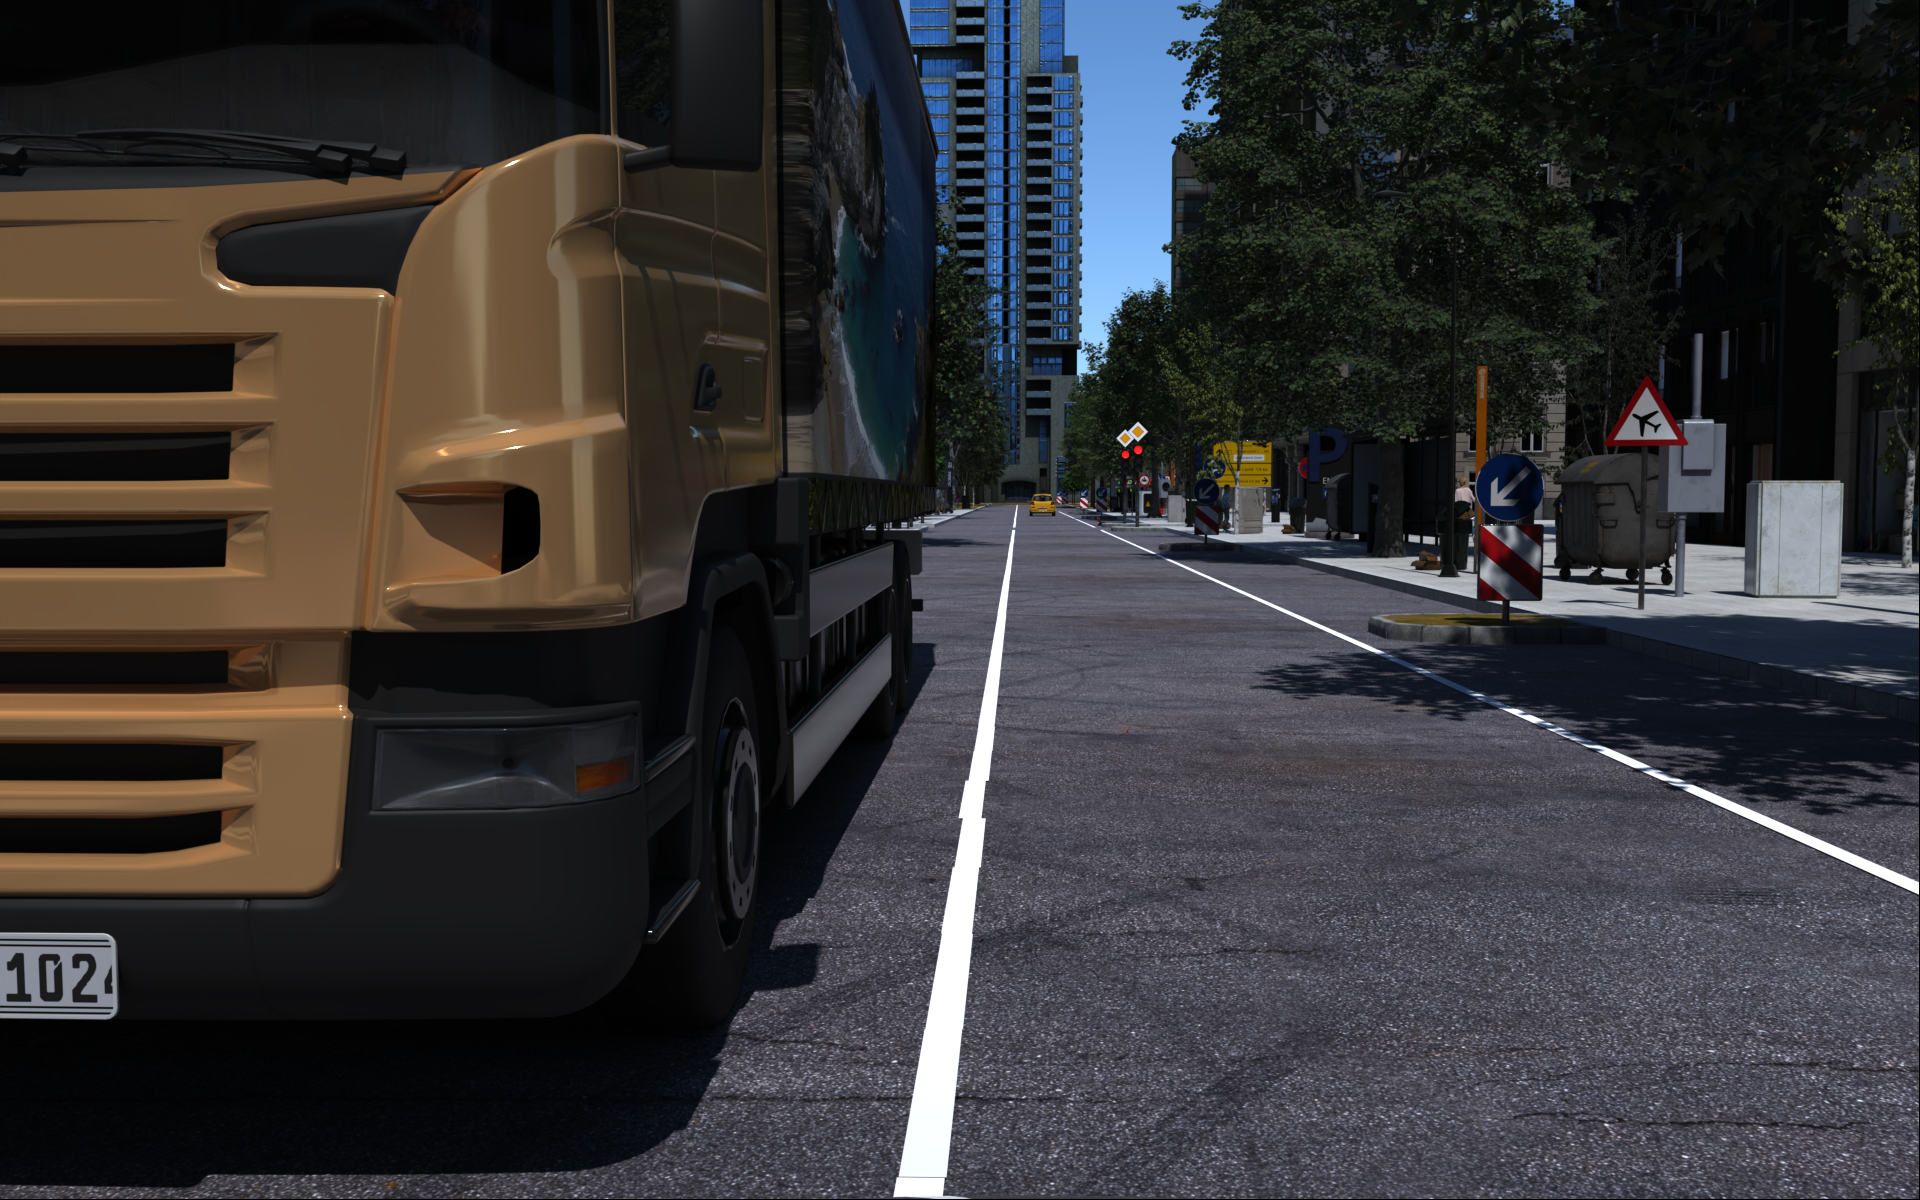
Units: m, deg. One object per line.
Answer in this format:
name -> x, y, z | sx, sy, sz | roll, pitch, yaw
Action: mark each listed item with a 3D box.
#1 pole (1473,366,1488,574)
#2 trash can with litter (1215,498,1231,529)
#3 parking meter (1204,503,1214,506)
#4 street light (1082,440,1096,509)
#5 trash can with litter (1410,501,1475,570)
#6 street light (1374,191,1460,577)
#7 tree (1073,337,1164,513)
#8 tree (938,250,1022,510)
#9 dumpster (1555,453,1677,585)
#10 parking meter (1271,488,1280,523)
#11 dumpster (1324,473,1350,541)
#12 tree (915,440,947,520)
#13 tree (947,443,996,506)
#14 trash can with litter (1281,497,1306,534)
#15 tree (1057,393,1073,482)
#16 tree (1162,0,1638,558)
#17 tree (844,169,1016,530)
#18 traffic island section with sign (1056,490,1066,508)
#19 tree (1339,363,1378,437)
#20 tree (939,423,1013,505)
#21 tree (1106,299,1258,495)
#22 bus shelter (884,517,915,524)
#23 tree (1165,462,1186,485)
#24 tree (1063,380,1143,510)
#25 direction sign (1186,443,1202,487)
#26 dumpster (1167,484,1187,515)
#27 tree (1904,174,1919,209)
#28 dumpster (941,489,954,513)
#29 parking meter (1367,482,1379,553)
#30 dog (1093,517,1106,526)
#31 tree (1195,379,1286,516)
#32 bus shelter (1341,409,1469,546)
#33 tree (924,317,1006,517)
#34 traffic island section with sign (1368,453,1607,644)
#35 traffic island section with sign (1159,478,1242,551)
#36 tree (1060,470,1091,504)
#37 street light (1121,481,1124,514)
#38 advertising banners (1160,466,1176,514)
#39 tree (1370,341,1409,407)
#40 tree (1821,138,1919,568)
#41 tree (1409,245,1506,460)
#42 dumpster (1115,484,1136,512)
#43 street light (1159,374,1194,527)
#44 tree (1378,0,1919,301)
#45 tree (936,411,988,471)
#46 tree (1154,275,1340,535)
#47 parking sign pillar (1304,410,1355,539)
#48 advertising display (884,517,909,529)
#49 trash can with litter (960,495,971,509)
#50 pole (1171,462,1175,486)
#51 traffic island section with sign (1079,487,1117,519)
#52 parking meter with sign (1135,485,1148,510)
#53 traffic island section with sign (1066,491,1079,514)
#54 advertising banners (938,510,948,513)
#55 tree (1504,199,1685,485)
pole -> 8.329, -2.071, 27.696 | 0.158, 3.312, 0.155 | 0, 3, 0
trash can with litter -> 9.653, -3.212, 63.900 | 0.624, 1.170, 1.055 | -2, 4, -26
parking meter -> 8.293, -3.021, 57.809 | 0.372, 1.533, 0.369 | 0, 3, 0
street light -> 11.110, -10.854, 150.007 | 1.470, 5.913, 1.316 | 0, 4, 2
trash can with litter -> 8.200, -1.095, 29.290 | 1.055, 1.170, 0.624 | -2, 4, -25
street light -> 7.034, -3.310, 26.667 | 1.470, 5.913, 1.316 | 0, 4, 2
tree -> 11.716, -12.228, 118.049 | 7.486, 12.596, 7.792 | 0, 3, 0
tree -> -1.497, -17.014, 134.067 | 12.611, 20.169, 13.585 | 0, 3, 0
dumpster -> 9.499, -1.179, 25.039 | 1.264, 1.857, 1.865 | 0, 4, 2
parking meter -> 14.248, -4.266, 78.160 | 0.372, 1.533, 0.369 | 0, 3, 0
dumpster -> 10.783, -2.563, 47.662 | 1.264, 1.857, 1.865 | 0, 4, 2
tree -> -2.114, -6.342, 87.412 | 4.285, 4.588, 4.351 | 0, 3, 0
tree -> 1.535, -14.054, 180.152 | 4.360, 8.622, 3.978 | 0, 3, 0
trash can with litter -> 10.816, -2.718, 55.829 | 0.624, 1.170, 1.055 | 3, 4, 38
tree -> 13.373, -15.454, 170.800 | 7.486, 12.596, 7.792 | 0, 3, 0
tree -> 8.638, -7.836, 34.769 | 9.857, 13.997, 8.962 | 0, 3, 0
tree -> -3.179, -7.960, 47.148 | 9.611, 12.733, 9.660 | 0, 3, 0
traffic island section with sign -> 10.679, -10.362, 178.051 | 1.989, 1.847, 2.006 | 0, 4, 2
tree -> 17.952, -8.115, 83.044 | 4.737, 8.622, 4.395 | 0, 3, 0
tree -> 2.207, -18.726, 212.831 | 9.857, 13.997, 8.962 | 0, 3, 0
tree -> 10.558, -9.022, 81.921 | 7.601, 10.594, 8.767 | 0, 4, -4
bus shelter -> -3.126, -6.227, 79.445 | 2.179, 5.291, 8.768 | 0, 4, 2
tree -> 19.870, -11.955, 145.823 | 4.360, 8.622, 3.978 | 0, 3, 0
tree -> 12.023, -13.245, 142.304 | 9.928, 11.665, 9.643 | 0, 3, 0
direction sign -> 10.342, -5.188, 76.828 | 0.379, 3.537, 0.876 | -3, 4, -36
dumpster -> 12.813, -5.853, 101.460 | 1.264, 1.857, 1.865 | 0, 4, 2
tree -> 14.669, -5.198, 19.396 | 7.601, 10.594, 8.767 | 0, 4, 1
dumpster -> -1.073, -6.676, 114.912 | 1.264, 1.857, 1.865 | 0, 4, 2
parking meter -> 9.067, -1.793, 37.728 | 0.372, 1.533, 0.369 | 0, 3, 0
dog -> 6.369, -3.530, 77.907 | 0.550, 0.427, 0.748 | -2, 4, -28
tree -> 17.708, -9.697, 108.913 | 4.360, 8.622, 3.978 | 0, 3, 0
bus shelter -> 11.144, -3.051, 43.814 | 2.014, 3.302, 5.546 | 0, 4, 2
tree -> -2.449, -11.461, 97.763 | 12.009, 13.543, 11.850 | 0, 3, 0
traffic island section with sign -> 5.225, -0.543, 17.503 | 1.989, 1.847, 2.006 | 0, 4, 2
traffic island section with sign -> 6.134, -2.191, 44.443 | 1.989, 1.847, 2.006 | 0, 4, 2
tree -> 14.581, -14.788, 225.492 | 4.285, 4.588, 4.351 | 0, 3, 0
street light -> 9.826, -8.393, 109.772 | 1.470, 5.913, 1.316 | 0, 4, 2
advertising banners -> 12.683, -6.901, 109.022 | 2.074, 3.025, 0.090 | 1, 4, 16
tree -> 16.048, -6.574, 57.851 | 4.360, 8.622, 3.978 | 0, 3, 0
tree -> 16.640, -4.857, 29.773 | 4.737, 8.622, 4.395 | 0, 3, 0
tree -> 15.475, -6.095, 50.021 | 4.360, 8.622, 3.978 | 0, 3, 0
dumpster -> 12.048, -7.515, 125.366 | 1.502, 2.255, 1.985 | 0, 4, 2
street light -> 8.389, -5.781, 67.068 | 1.470, 5.913, 1.316 | 0, 4, 2
tree -> 7.374, -5.582, 8.274 | 9.611, 12.733, 9.660 | 0, 3, 0
tree -> -1.017, -13.069, 148.084 | 7.601, 10.594, 8.767 | 1, 4, 17
tree -> 8.583, -6.387, 54.788 | 4.737, 8.622, 4.395 | 0, 3, 0
parking sign pillar -> 10.796, -3.794, 50.504 | 1.447, 3.967, 1.447 | 1, 4, 22
advertising display -> -2.361, -3.622, 64.425 | 0.974, 1.923, 0.123 | 0, 4, 4
trash can with litter -> 0.481, -8.480, 150.041 | 0.624, 1.170, 1.055 | 2, 4, 32
pole -> 12.693, -6.698, 103.353 | 0.158, 3.312, 0.155 | 0, 3, 0
traffic island section with sign -> 8.033, -5.585, 99.943 | 1.989, 1.847, 2.006 | 0, 4, 2
parking meter with sign -> 13.530, -8.034, 127.618 | 1.738, 3.016, 0.543 | 1, 4, 10
traffic island section with sign -> 8.943, -7.233, 126.883 | 1.989, 1.847, 2.006 | 0, 4, 2
advertising banners -> -1.565, -7.419, 117.494 | 0.090, 3.025, 2.074 | -3, 5, -43
tree -> 16.405, -5.718, 43.855 | 4.360, 8.622, 3.978 | 0, 3, 0
